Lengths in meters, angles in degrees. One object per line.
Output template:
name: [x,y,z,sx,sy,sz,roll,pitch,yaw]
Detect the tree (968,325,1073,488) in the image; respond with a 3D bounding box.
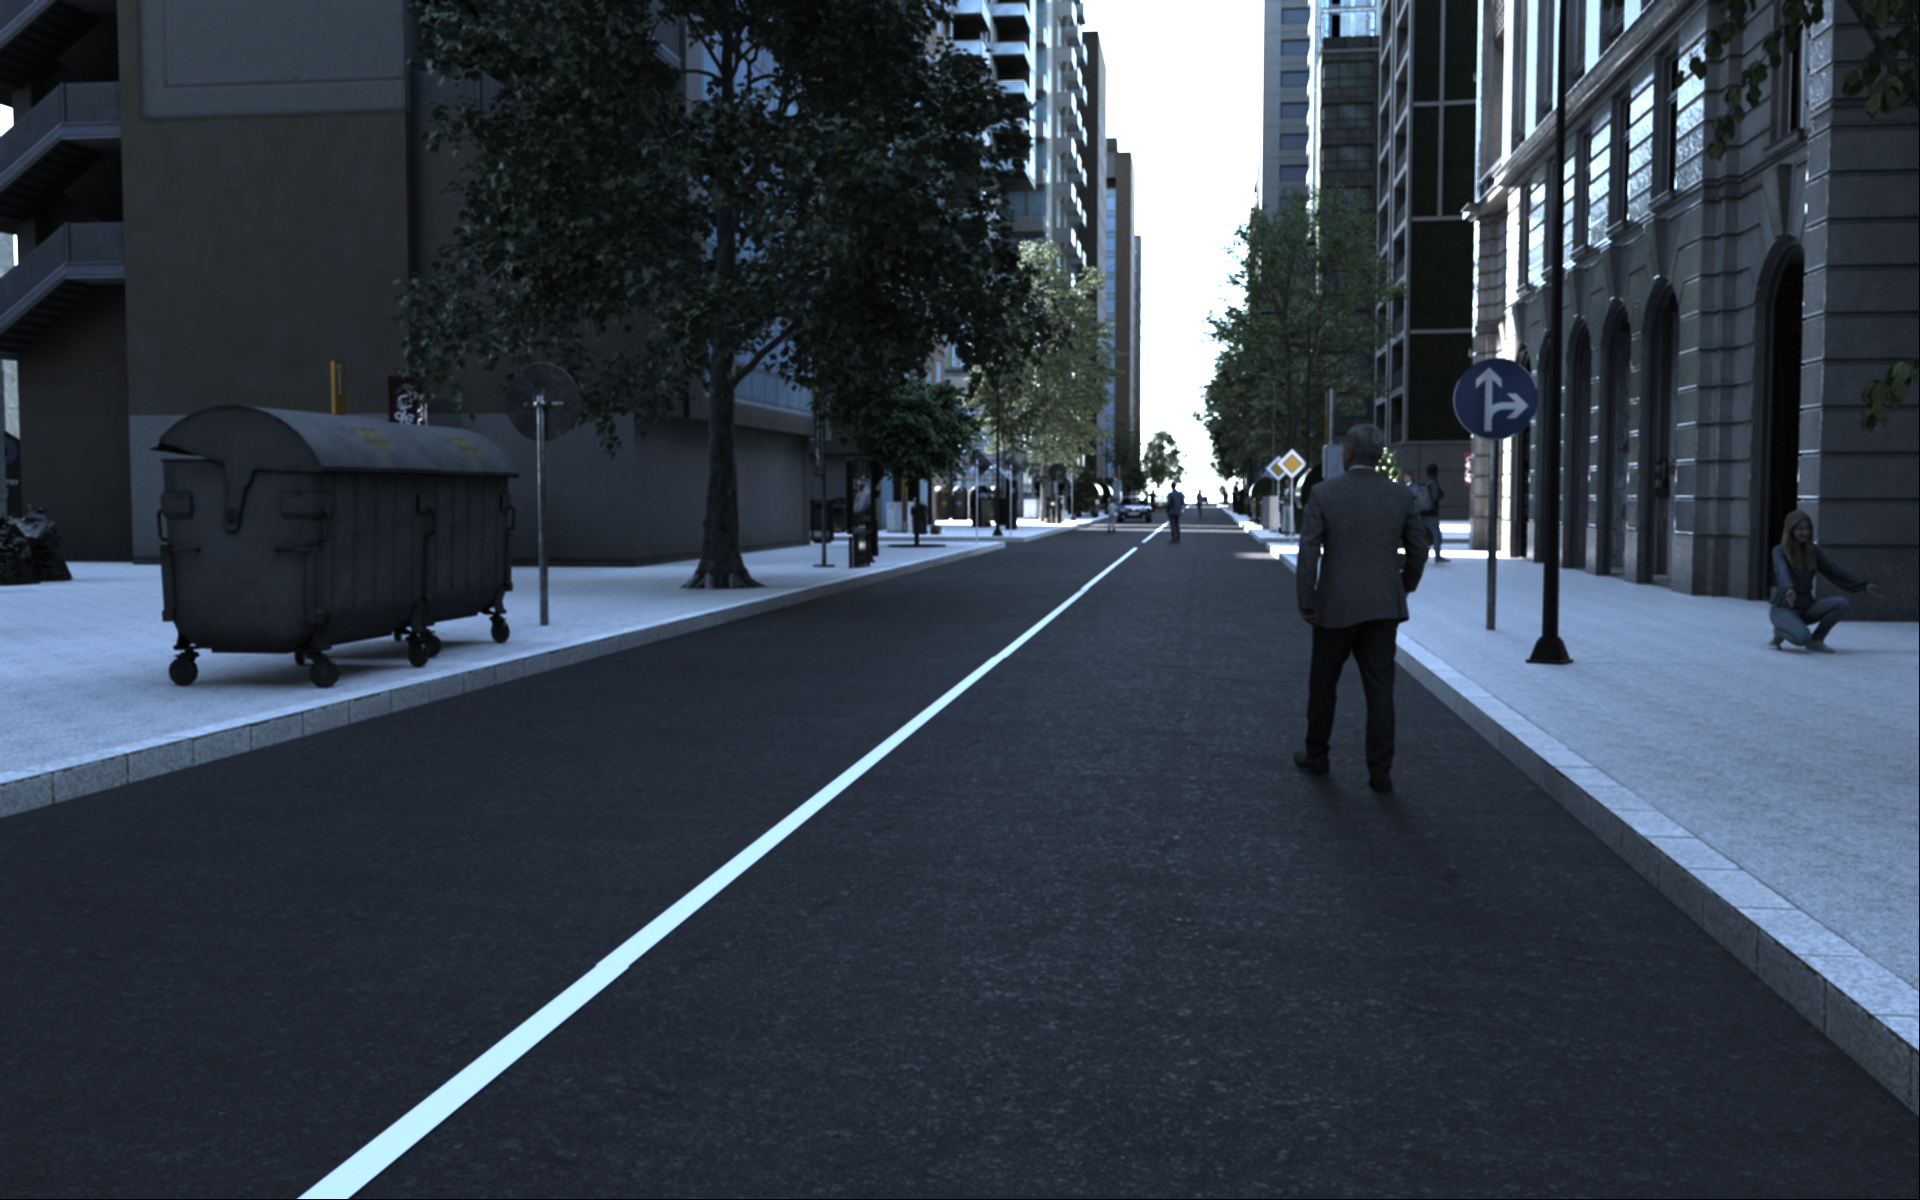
tree: [2.060,-7.163,67.478,4.737,8.622,4.395,0,3,0]

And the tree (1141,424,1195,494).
tree: [33.379,-22.492,284.758,9.611,12.733,9.660,0,3,0]

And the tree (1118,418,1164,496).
tree: [16.793,-13.295,167.727,4.737,8.622,4.395,0,3,0]

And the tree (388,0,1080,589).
tree: [-3.159,-6.509,23.438,9.611,12.733,9.660,0,3,0]

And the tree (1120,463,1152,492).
tree: [18.228,-12.006,180.018,4.285,4.588,4.351,0,3,0]

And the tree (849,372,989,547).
tree: [-1.026,-3.578,42.213,4.285,4.588,4.351,0,3,0]

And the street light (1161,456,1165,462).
street light: [24.032,-14.588,211.055,1.470,5.913,1.316,0,4,8]

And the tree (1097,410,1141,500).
tree: [14.095,-12.276,151.078,4.360,8.622,3.978,0,3,0]

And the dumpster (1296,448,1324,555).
dumpster: [7.785,-2.049,35.997,1.502,2.255,1.985,0,4,8]

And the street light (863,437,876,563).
street light: [-1.232,-3.651,32.232,1.470,5.913,1.316,0,4,8]

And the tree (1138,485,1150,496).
tree: [20.676,-12.384,197.080,1.663,3.219,1.824,0,3,0]

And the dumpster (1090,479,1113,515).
dumpster: [8.695,-6.435,107.711,1.502,2.255,1.985,0,4,8]

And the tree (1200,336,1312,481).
tree: [22.627,-13.816,132.544,9.857,13.997,8.962,0,3,0]

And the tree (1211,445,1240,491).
tree: [25.460,-12.832,160.161,4.737,8.622,4.395,0,3,0]

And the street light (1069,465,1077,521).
street light: [5.957,-6.749,82.883,1.470,5.913,1.316,0,4,8]

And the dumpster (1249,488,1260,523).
dumpster: [13.618,-4.400,77.690,1.264,1.857,1.865,0,4,8]

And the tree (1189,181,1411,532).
tree: [11.152,-8.090,58.024,9.928,11.665,9.643,0,3,0]

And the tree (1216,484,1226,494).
tree: [41.767,-17.229,276.292,1.663,3.219,1.824,0,3,0]

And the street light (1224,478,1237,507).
street light: [15.605,-7.564,96.206,1.470,5.913,1.316,0,4,8]

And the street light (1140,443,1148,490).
street light: [16.509,-11.387,158.712,1.470,5.913,1.316,0,4,8]

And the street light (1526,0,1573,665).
street light: [3.959,-2.481,13.102,1.470,5.913,1.316,0,4,8]

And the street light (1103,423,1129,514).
street light: [10.099,-8.589,112.970,1.470,5.913,1.316,0,4,8]

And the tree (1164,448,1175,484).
tree: [26.346,-17.271,232.737,4.737,8.622,4.395,0,3,0]

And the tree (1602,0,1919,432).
tree: [4.257,-3.471,7.116,4.737,8.622,4.395,0,3,0]

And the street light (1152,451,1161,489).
street light: [20.888,-13.225,188.765,1.470,5.913,1.316,0,4,8]

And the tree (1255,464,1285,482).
tree: [17.033,-6.050,93.522,1.663,3.219,1.824,0,3,0]

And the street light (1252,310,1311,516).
street light: [8.251,-4.357,43.770,1.470,5.913,1.316,0,4,8]

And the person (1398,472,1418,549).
person: [10.390,-2.085,40.323,0.419,1.800,0.721,-2,4,-31]

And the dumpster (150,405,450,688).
dumpster: [-4.617,-0.392,12.171,1.264,1.857,1.865,0,4,8]

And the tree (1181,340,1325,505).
tree: [17.401,-10.327,103.264,8.767,10.594,7.601,0,4,8]

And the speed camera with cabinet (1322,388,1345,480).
speed camera with cabinet: [7.088,-2.289,31.753,0.660,3.252,2.038,0,4,4]

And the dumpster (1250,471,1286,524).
dumpster: [13.194,-4.386,74.209,1.502,2.255,1.985,0,4,8]

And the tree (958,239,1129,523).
tree: [3.698,-9.778,78.000,7.486,12.596,7.792,0,3,0]

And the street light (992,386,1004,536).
street light: [1.690,-4.910,52.813,1.470,5.913,1.316,0,4,8]

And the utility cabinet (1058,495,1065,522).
utility cabinet: [4.605,-4.143,78.899,0.306,1.237,1.020,0,4,5]

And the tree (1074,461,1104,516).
tree: [7.430,-6.569,102.006,1.663,3.219,1.824,0,3,0]

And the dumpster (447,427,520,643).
dumpster: [-4.567,-0.521,14.270,1.264,1.857,1.865,0,4,8]

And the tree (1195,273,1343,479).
tree: [15.646,-10.367,87.630,7.486,12.596,7.792,0,3,0]

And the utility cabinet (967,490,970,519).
utility cabinet: [0.756,-4.902,88.834,1.173,1.500,0.318,3,5,42]

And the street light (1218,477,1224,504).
street light: [22.001,-10.330,141.432,1.470,5.913,1.316,0,4,8]

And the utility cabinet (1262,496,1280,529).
utility cabinet: [11.414,-3.206,63.575,0.306,1.237,1.020,2,4,34]

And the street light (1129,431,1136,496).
street light: [12.258,-9.547,128.640,1.470,5.913,1.316,0,4,8]

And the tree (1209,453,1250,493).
tree: [25.000,-12.363,152.501,4.360,8.622,3.978,0,3,0]

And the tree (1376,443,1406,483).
tree: [16.095,-4.364,65.950,1.663,3.219,1.824,0,3,0]

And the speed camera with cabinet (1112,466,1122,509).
speed camera with cabinet: [11.030,-7.801,121.881,0.660,3.252,2.038,1,4,8]

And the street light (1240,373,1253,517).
street light: [11.453,-5.724,66.121,1.470,5.913,1.316,0,4,8]
